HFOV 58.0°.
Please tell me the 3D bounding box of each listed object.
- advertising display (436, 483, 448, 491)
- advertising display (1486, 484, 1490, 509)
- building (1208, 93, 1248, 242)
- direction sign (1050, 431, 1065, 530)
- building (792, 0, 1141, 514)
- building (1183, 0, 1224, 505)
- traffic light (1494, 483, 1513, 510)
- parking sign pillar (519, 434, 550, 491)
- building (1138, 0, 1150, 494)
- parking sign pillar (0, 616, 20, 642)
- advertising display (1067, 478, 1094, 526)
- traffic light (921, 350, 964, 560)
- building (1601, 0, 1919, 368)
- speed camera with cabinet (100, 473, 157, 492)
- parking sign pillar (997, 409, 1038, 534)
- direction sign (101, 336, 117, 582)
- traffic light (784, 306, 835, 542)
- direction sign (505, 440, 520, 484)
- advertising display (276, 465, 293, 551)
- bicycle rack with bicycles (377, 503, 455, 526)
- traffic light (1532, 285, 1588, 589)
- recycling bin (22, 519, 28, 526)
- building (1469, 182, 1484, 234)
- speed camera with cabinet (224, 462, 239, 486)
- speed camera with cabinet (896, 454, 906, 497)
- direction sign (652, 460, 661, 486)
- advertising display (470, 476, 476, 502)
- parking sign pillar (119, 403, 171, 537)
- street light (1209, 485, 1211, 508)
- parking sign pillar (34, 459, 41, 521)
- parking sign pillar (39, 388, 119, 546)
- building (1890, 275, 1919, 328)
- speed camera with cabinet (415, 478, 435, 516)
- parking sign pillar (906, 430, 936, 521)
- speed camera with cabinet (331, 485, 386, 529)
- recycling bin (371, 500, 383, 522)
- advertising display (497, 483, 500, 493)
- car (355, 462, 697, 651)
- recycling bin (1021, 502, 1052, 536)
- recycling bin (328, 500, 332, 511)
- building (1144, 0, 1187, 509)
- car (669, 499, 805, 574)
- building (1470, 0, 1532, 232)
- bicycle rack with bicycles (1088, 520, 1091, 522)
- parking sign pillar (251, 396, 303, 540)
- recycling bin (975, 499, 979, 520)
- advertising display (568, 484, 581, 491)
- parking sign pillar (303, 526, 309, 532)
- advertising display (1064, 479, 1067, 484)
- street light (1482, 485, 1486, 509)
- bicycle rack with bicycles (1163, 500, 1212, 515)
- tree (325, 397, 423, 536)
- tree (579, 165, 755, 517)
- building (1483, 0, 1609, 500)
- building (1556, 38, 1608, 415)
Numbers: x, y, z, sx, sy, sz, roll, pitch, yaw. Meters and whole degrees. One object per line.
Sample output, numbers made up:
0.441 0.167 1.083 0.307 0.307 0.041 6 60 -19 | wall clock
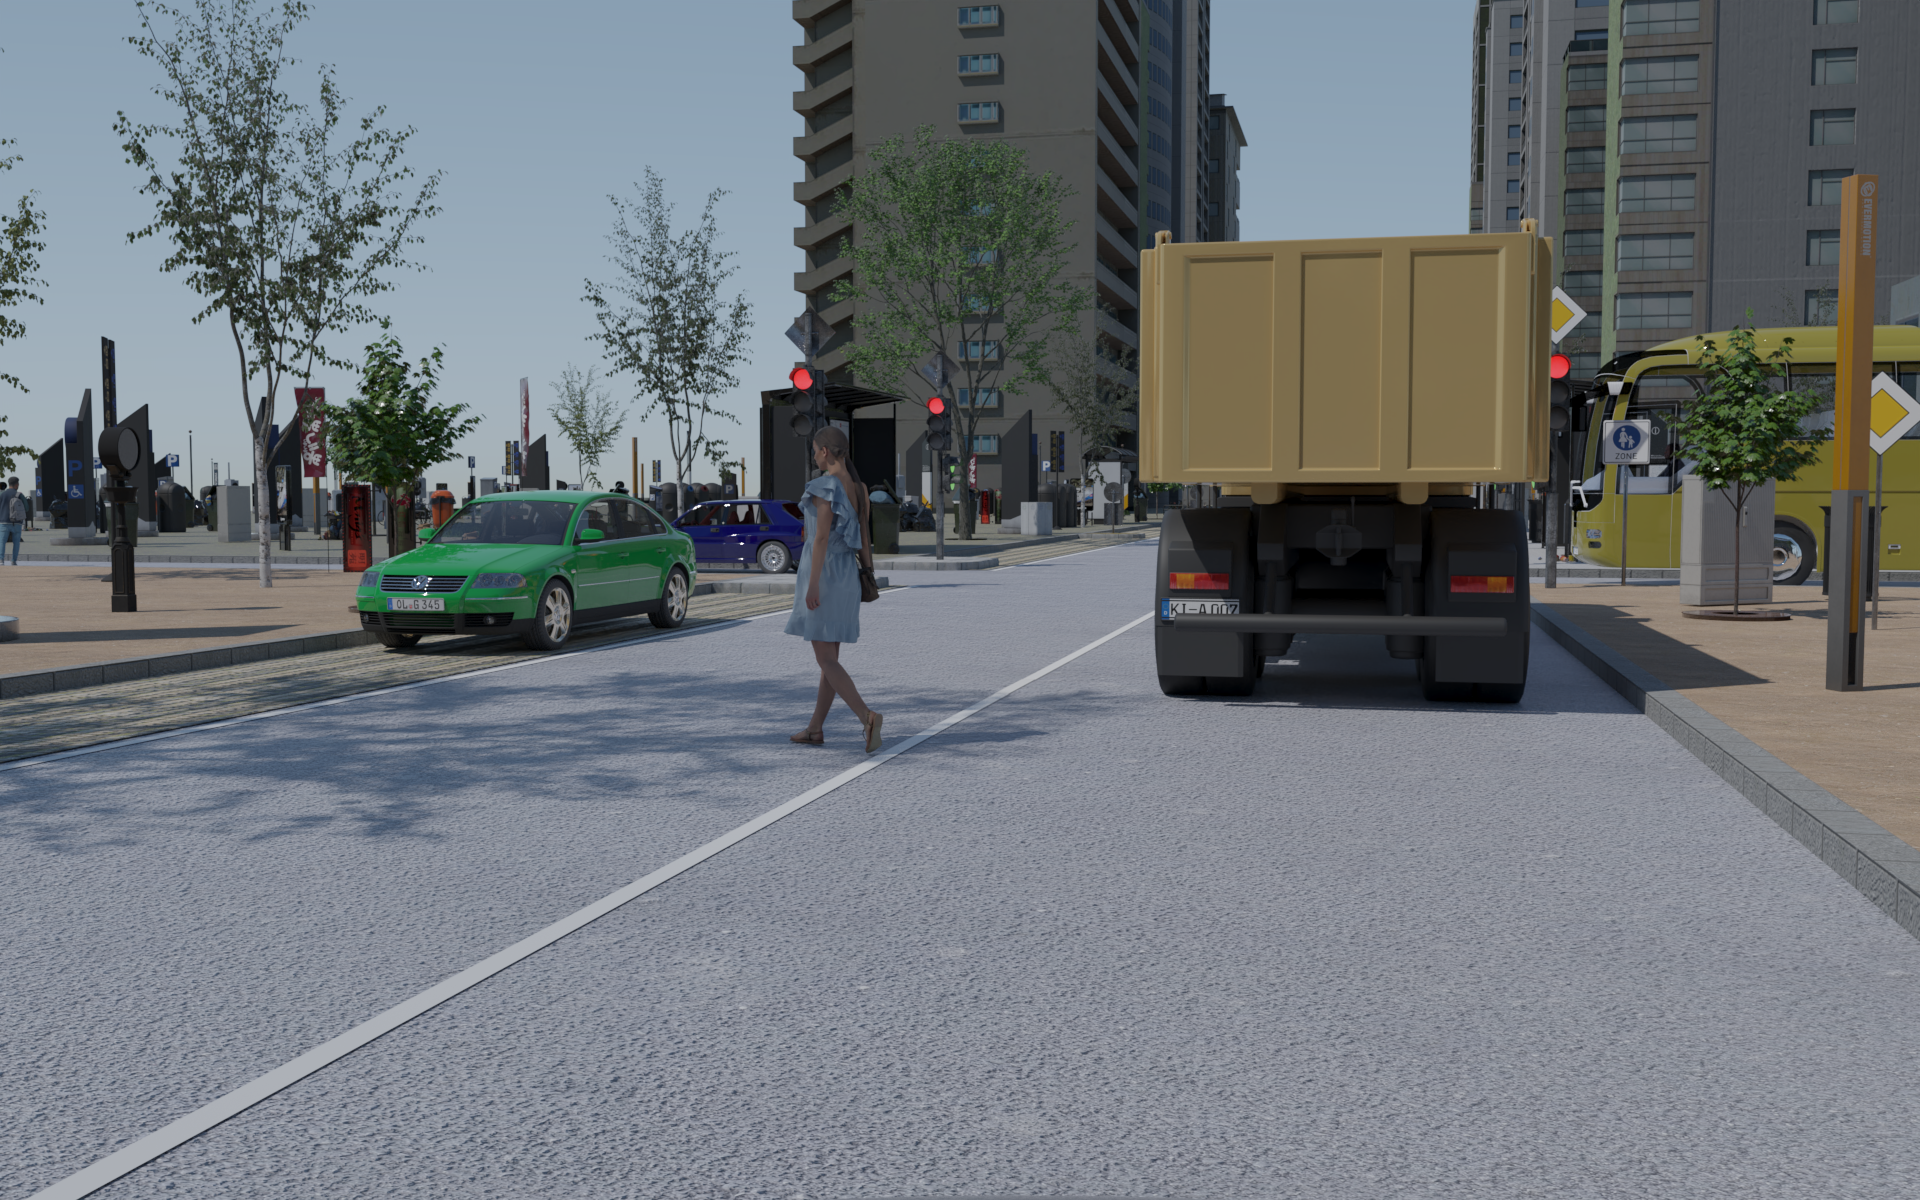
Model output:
-30.131 -5.843 100.752 0.123 1.923 0.974 1 4 19 | advertising display
14.719 -2.628 48.182 0.123 1.923 0.974 1 4 12 | advertising display
23.487 -39.500 235.055 28.713 52.752 27.495 1 4 14 | building
3.489 -4.290 62.142 0.379 3.537 0.876 3 4 37 | direction sign
0.581 -30.430 121.226 21.300 48.544 21.600 1 4 14 | building
21.690 -47.216 210.230 20.563 71.187 20.611 1 4 14 | building
9.900 -2.588 31.240 0.839 4.253 0.868 1 4 14 | traffic light
-19.088 -5.460 77.735 1.447 3.967 1.447 1 4 16 | parking sign pillar
7.256 -27.878 139.407 14.154 41.232 14.086 1 4 14 | building
-9.010 -1.620 14.963 1.447 3.967 1.447 -2 4 -25 | parking sign pillar
4.947 -3.982 70.324 0.974 1.923 0.123 1 4 13 | advertising display
-0.372 -2.738 33.693 0.839 4.253 0.868 1 4 14 | traffic light
37.123 -24.245 79.997 14.154 41.232 14.086 1 4 14 | building
-36.383 -4.975 75.676 2.038 3.252 0.660 -1 4 -14 | speed camera with cabinet
1.924 -4.118 55.797 1.447 3.967 1.447 -3 5 -41 | parking sign pillar
-12.405 -2.038 25.324 0.379 3.537 0.876 -1 4 -16 | direction sign
-2.245 -2.264 25.930 0.839 4.253 0.868 1 4 14 | traffic light
-18.968 -4.982 73.446 0.876 3.537 0.379 3 4 37 | direction sign
-15.337 -2.086 39.313 0.123 1.923 0.974 -2 4 -34 | advertising display
-21.965 -3.523 70.976 2.925 0.926 2.852 2 4 25 | bicycle rack with bicycles
8.027 -2.114 23.477 0.839 4.253 0.868 1 4 14 | traffic light
-37.588 -3.448 68.926 0.722 1.027 0.722 -1 4 -12 | recycling bin
73.711 -33.256 227.337 14.154 41.232 14.086 1 4 14 | building
-45.530 -6.895 107.073 0.660 3.252 2.038 1 4 20 | speed camera with cabinet
-2.630 -5.562 85.275 0.660 3.252 2.038 3 5 43 | speed camera with cabinet
-20.096 -7.512 114.812 0.876 3.537 0.379 3 5 42 | direction sign
-17.064 -3.394 60.698 0.123 1.923 0.974 -1 4 -12 | advertising display
-24.801 -3.872 51.785 1.447 3.967 1.447 0 4 4 | parking sign pillar
15.703 -8.320 108.827 0.468 5.910 1.993 1 4 14 | street light
-43.295 -5.745 82.402 1.447 3.967 1.447 1 4 21 | parking sign pillar
-22.138 -3.370 43.572 1.447 3.967 1.447 -1 4 -17 | parking sign pillar
40.065 -44.378 38.248 31.000 86.520 22.319 1 4 14 | building
-29.591 -6.215 95.949 0.660 3.252 2.038 1 4 17 | speed camera with cabinet
-1.731 -5.209 73.636 1.447 3.967 1.447 -3 5 -41 | parking sign pillar
-21.849 -4.211 63.179 2.038 3.252 0.660 -1 4 -21 | speed camera with cabinet
-27.274 -4.146 80.337 0.722 1.027 0.722 3 5 43 | recycling bin
-27.282 -5.918 101.977 0.123 1.923 0.974 0 4 5 | advertising display
-4.180 -0.520 17.305 1.959 1.807 4.718 1 4 14 | car
2.383 -2.524 53.824 0.722 1.027 0.722 -3 5 -43 | recycling bin
-26.229 -3.668 72.521 0.722 1.027 0.722 0 4 7 | recycling bin
8.890 -37.853 160.893 21.231 58.520 28.212 1 4 14 | building
-4.378 -1.179 31.863 3.894 1.354 1.945 1 4 14 | car
80.423 -49.258 243.612 20.563 71.187 20.611 1 4 14 | building
4.700 -4.012 78.981 2.925 0.926 2.852 -1 4 -17 | bicycle rack with bicycles
-19.431 -3.671 48.494 1.447 3.967 1.447 -2 4 -33 | parking sign pillar
0.475 -4.529 86.607 0.722 1.027 0.722 -2 4 -27 | recycling bin
-24.741 -6.502 111.525 0.974 1.923 0.123 0 4 -2 | advertising display
-22.856 -4.288 58.585 1.447 3.967 1.447 1 4 14 | parking sign pillar
4.654 -4.323 75.900 0.123 1.923 0.974 0 4 -3 | advertising display
14.099 -4.505 46.449 0.468 5.910 1.993 1 4 14 | street light
13.602 -5.651 105.774 2.925 0.926 2.852 3 5 40 | bicycle rack with bicycles
-17.864 -4.235 52.962 4.285 4.588 4.351 0 3 0 | tree
-6.336 -5.411 38.839 4.360 8.622 3.978 0 3 0 | tree
72.719 -40.544 204.888 21.231 58.520 28.212 1 4 14 | building
45.913 -20.844 112.498 14.160 30.474 14.107 1 4 14 | building
